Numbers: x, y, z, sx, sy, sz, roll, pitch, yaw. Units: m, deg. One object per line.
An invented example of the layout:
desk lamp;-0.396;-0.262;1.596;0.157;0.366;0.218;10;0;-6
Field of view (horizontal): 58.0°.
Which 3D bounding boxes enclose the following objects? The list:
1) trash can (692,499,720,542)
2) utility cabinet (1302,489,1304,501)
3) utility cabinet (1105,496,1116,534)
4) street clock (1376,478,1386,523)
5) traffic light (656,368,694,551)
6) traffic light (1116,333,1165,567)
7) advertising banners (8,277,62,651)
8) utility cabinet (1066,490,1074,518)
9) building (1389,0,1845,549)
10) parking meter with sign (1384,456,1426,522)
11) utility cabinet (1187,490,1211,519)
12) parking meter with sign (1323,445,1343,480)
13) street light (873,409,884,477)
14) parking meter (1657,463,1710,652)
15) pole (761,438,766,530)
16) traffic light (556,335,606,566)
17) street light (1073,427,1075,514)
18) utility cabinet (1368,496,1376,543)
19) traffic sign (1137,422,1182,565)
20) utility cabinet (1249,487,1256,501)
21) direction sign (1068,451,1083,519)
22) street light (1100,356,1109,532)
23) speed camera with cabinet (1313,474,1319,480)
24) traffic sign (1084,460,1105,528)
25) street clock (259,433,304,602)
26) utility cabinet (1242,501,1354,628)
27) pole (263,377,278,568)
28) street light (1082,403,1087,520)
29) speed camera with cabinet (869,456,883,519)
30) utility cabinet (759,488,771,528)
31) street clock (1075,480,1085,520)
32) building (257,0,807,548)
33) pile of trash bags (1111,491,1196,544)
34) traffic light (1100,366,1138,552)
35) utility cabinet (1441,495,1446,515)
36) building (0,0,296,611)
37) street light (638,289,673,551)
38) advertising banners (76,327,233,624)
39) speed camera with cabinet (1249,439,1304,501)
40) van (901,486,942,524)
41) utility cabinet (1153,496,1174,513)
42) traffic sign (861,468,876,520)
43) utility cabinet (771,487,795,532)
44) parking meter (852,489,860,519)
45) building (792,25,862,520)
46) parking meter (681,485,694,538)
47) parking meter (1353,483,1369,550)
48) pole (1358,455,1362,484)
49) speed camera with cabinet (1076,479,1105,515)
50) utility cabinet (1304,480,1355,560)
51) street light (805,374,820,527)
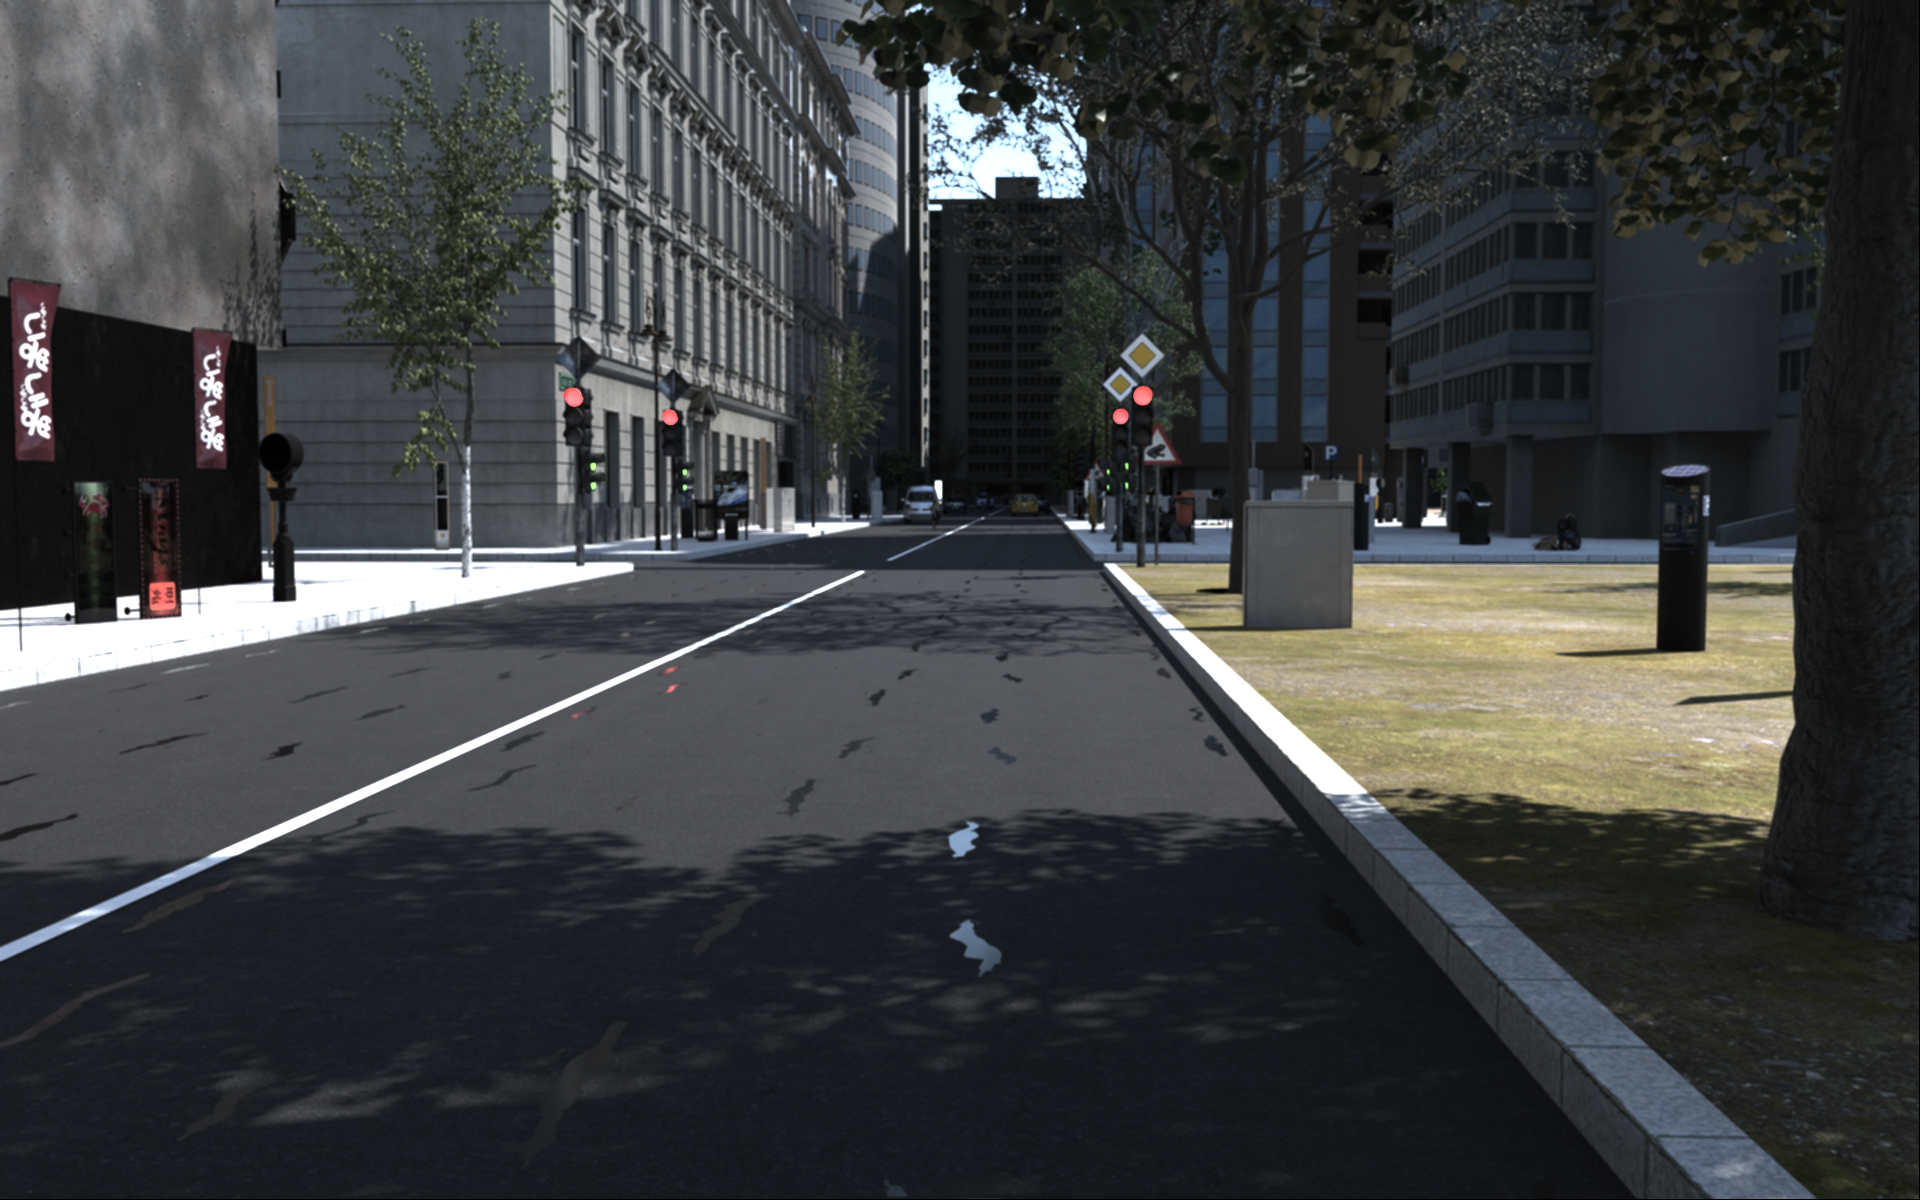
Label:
trash can;-6.879;-2.159;46.958;0.748;1.137;0.748;0;3;0
utility cabinet;14.237;-3.699;69.164;1.173;1.500;0.318;3;4;36
utility cabinet;4.835;-2.717;55.582;0.306;1.237;1.020;0;4;2
street clock;18.527;-4.385;76.269;0.358;2.002;0.471;3;5;42
traffic light;-6.388;-3.045;38.708;0.839;4.253;0.868;0;4;3
traffic light;3.158;-2.531;30.307;0.839;4.253;0.868;0;4;3
advertising banners;-7.809;-1.061;13.535;0.090;3.025;2.074;1;4;18
utility cabinet;5.890;-5.145;92.796;0.318;1.500;1.173;0;4;-3
building;27.466;-22.176;54.458;23.993;40.220;32.217;0;4;3
parking meter with sign;20.332;-5.073;79.211;1.738;3.016;0.543;0;4;5
utility cabinet;12.095;-4.825;87.570;1.173;1.500;0.318;2;4;27
parking meter with sign;13.530;-4.046;62.409;0.543;3.016;1.738;2;4;23
street light;-4.418;-7.413;93.997;0.468;5.910;1.993;0;4;3
parking meter;5.935;-0.355;14.213;0.372;1.533;0.369;0;3;0
pole;-7.111;-4.210;62.672;0.158;3.312;0.155;0;3;0
traffic light;-6.744;-2.557;30.731;0.839;4.253;0.868;0;4;3
street light;7.445;-8.543;112.473;0.468;5.910;1.993;0;4;3
utility cabinet;10.563;-2.091;45.344;0.306;1.237;1.020;2;4;32
traffic sign;3.556;-1.913;31.274;0.884;2.594;0.081;0;4;5
utility cabinet;9.039;-2.764;53.872;0.318;1.500;1.173;0;4;7
direction sign;6.053;-6.041;90.763;0.876;3.537;0.379;2;4;23
street light;4.926;-5.228;58.263;0.468;5.910;1.993;0;4;3
speed camera with cabinet;15.206;-5.145;78.451;2.038;3.252;0.660;0;4;-5
traffic sign;5.157;-4.015;65.647;0.884;2.594;0.081;1;4;10
street clock;-8.077;-0.984;20.657;0.471;2.002;0.358;1;4;18
utility cabinet;3.250;-0.338;16.691;1.020;1.237;0.306;0;4;5
pole;-12.014;-2.223;30.195;0.158;3.312;0.155;0;3;0
street light;6.091;-6.884;85.339;0.468;5.910;1.993;0;4;3
speed camera with cabinet;-4.333;-5.805;89.253;0.660;3.252;2.038;0;4;-6
utility cabinet;-6.908;-3.406;64.375;1.173;1.500;0.318;-3;5;-43
street clock;5.997;-5.026;86.745;0.471;2.002;0.358;3;4;39
building;-16.527;-17.480;62.212;17.030;29.872;44.131;0;4;3
pile of trash bags;5.343;-2.191;45.582;1.912;1.369;3.447;-1;4;-17
traffic light;3.514;-3.019;38.284;0.839;4.253;0.868;0;4;3
utility cabinet;29.849;-5.811;106.165;0.306;1.237;1.020;3;5;39
building;-18.820;-9.335;20.087;16.811;18.784;16.820;0;4;3
street light;-6.859;-4.061;39.186;0.468;5.910;1.993;0;4;3
advertising banners;-8.269;-1.320;17.774;0.090;3.025;2.074;2;4;26
speed camera with cabinet;11.272;-4.164;62.420;2.038;3.252;0.660;1;4;13
van;-1.849;-4.711;84.040;2.013;2.044;4.112;0;4;1
utility cabinet;6.573;-2.646;54.422;1.020;1.237;0.306;1;4;9
traffic sign;-4.501;-5.183;84.845;0.768;2.556;0.104;1;4;12
utility cabinet;-5.862;-3.013;57.948;0.318;1.500;1.173;1;4;16
parking meter;-5.326;-4.915;88.769;0.372;1.533;0.369;0;3;0
building;-13.456;-18.871;95.929;14.401;28.519;23.554;0;4;3
parking meter;-7.946;-2.571;50.442;0.372;1.533;0.369;0;3;0
parking meter;9.148;-1.906;39.572;0.372;1.533;0.369;0;3;0
pole;20.608;-5.840;89.328;0.158;3.312;0.155;0;3;0
speed camera with cabinet;8.023;-6.846;106.274;2.038;3.252;0.660;3;5;45
utility cabinet;5.912;-1.160;27.637;0.318;1.500;1.173;-1;4;-12
street light;-5.660;-5.739;66.623;0.468;5.910;1.993;0;4;3
